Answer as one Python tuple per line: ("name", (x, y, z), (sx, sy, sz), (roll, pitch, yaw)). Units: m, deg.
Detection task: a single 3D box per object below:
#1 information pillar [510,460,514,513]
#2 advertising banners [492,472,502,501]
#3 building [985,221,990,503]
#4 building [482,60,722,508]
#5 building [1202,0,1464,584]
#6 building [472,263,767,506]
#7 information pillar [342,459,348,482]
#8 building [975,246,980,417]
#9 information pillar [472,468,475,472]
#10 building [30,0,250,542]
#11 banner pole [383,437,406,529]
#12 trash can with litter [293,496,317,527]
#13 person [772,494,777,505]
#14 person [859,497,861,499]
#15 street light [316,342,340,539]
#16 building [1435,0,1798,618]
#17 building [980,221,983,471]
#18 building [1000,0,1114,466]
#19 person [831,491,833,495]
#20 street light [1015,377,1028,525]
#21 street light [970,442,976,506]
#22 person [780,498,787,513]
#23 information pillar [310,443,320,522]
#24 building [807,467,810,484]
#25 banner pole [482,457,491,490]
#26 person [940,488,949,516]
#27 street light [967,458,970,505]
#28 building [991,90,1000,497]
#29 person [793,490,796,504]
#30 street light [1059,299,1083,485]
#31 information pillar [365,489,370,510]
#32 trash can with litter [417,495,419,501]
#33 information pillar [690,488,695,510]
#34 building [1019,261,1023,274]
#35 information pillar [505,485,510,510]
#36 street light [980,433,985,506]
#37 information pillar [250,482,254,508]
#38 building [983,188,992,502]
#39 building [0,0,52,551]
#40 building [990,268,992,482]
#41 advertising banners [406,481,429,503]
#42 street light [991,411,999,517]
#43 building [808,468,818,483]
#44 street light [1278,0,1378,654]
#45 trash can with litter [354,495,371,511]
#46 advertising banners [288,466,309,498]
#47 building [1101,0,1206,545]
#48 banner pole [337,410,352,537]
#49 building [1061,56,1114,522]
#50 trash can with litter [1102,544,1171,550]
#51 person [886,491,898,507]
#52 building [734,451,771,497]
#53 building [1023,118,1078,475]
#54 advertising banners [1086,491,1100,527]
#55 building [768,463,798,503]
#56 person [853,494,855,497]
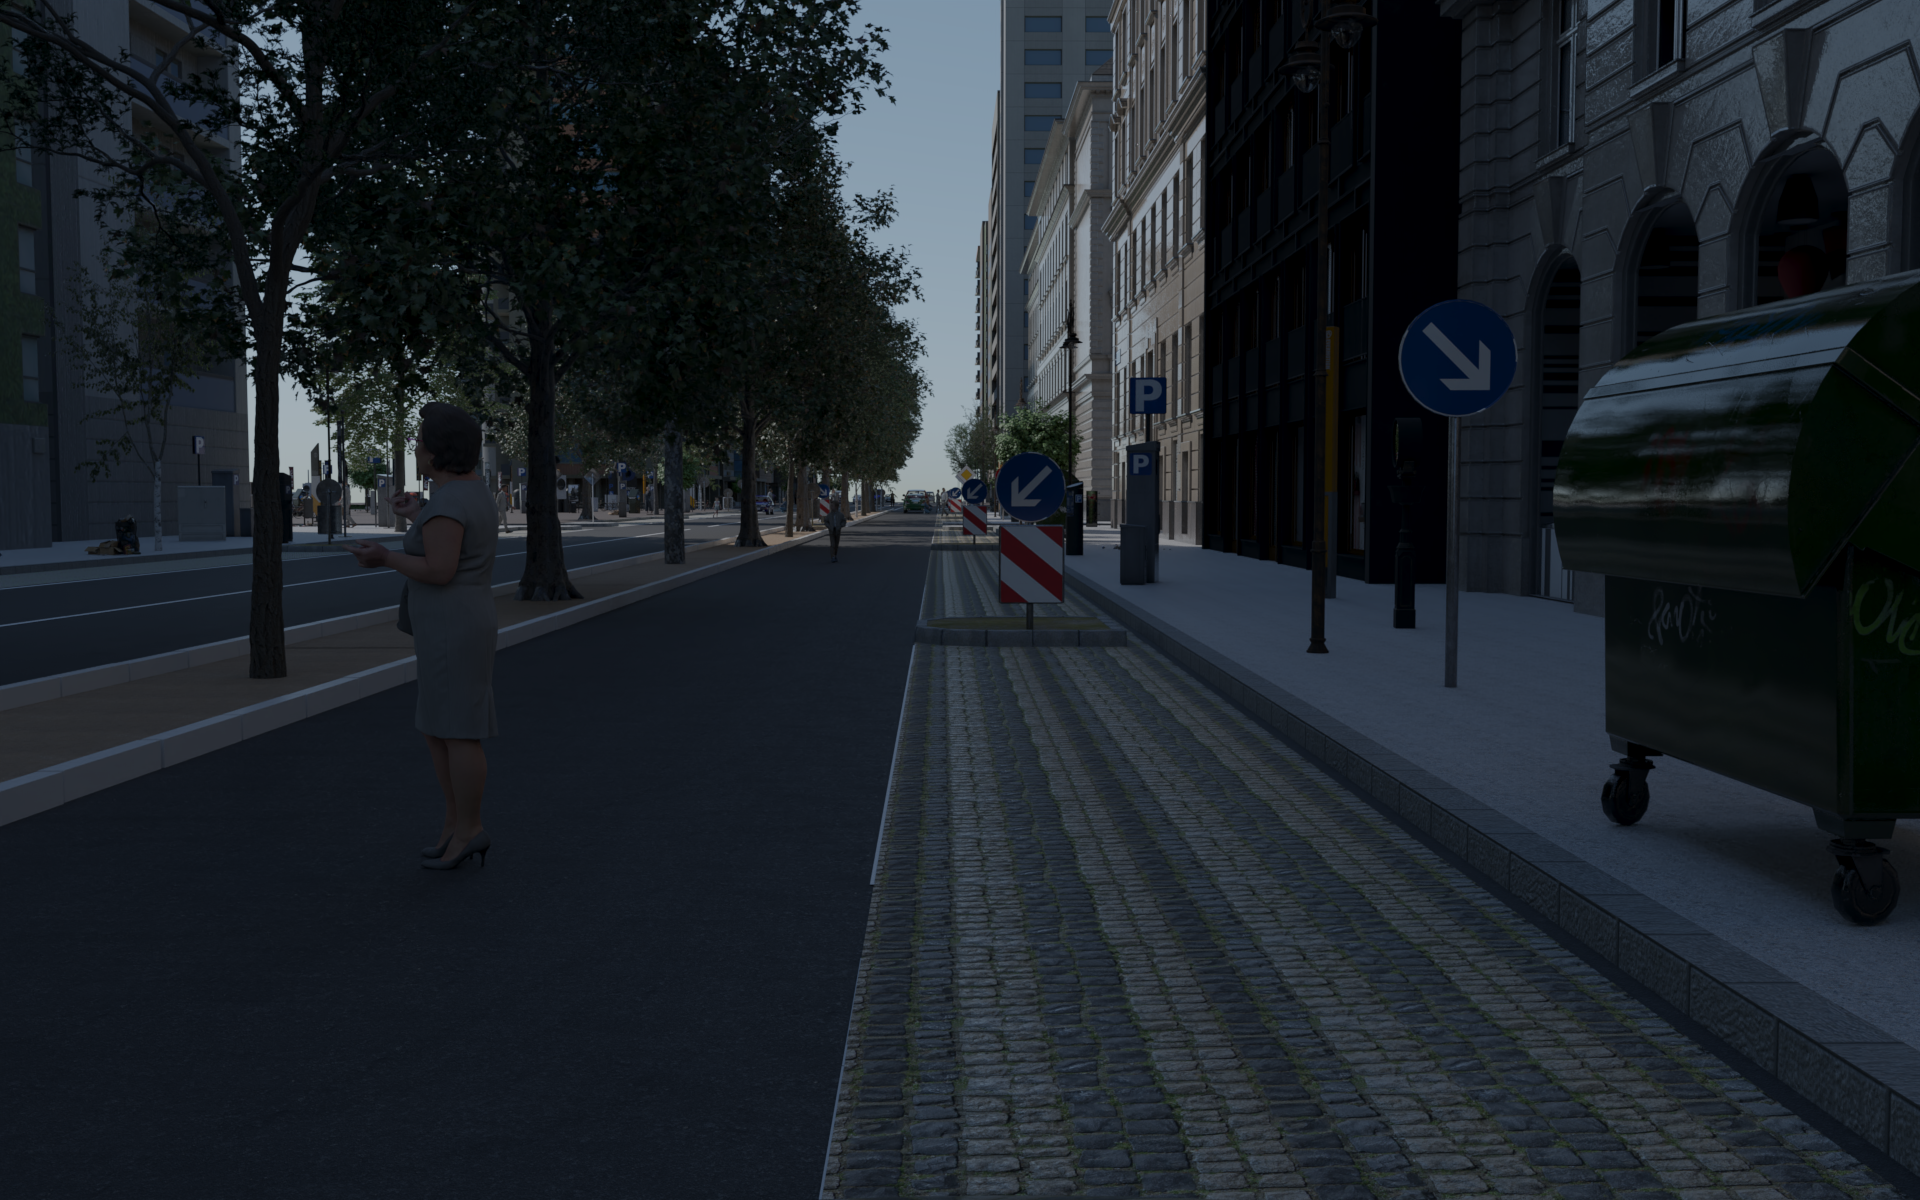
("information pillar", (-30.294, -7.680, 116.921), (0.183, 3.616, 0.504), (0, 4, -7))
("advertising banners", (-36.840, -8.615, 137.039), (2.074, 3.025, 0.090), (3, 5, 41))
("building", (10.677, -35.287, 260.542), (14.154, 41.232, 14.086), (0, 4, -1))
("building", (-33.518, -31.300, 166.376), (22.147, 44.769, 28.867), (0, 4, -1))
("building", (11.880, -12.368, 31.900), (12.332, 23.373, 15.834), (0, 4, -1))
("building", (-38.319, -30.640, 192.844), (32.217, 40.220, 23.993), (0, 4, -1))
("information pillar", (-37.823, -7.047, 106.573), (0.183, 3.616, 0.504), (1, 4, 12))
("building", (13.711, -39.279, 296.838), (22.147, 44.769, 28.867), (0, 4, -1))
("information pillar", (-31.908, -7.459, 113.307), (0.183, 3.616, 0.504), (2, 4, 33))
("building", (-38.255, -31.251, 52.954), (28.212, 58.520, 21.231), (0, 4, -1))
("banner pole", (-21.067, -4.555, 64.496), (0.863, 3.779, 0.401), (-1, 4, -17))
("trash can with litter", (-25.973, -3.490, 68.126), (1.678, 1.210, 2.233), (1, 4, 16))
("person", (-20.385, -11.021, 189.467), (0.697, 1.427, 0.421), (0, 4, -6))
("person", (-9.558, -9.973, 171.658), (0.705, 1.812, 1.348), (2, 4, 33))
("street light", (-18.039, -4.692, 49.503), (0.468, 5.910, 1.993), (0, 4, -1))
("building", (12.607, -10.358, 11.151), (13.314, 21.916, 24.055), (0, 4, -1))
("building", (10.240, -38.232, 275.210), (14.600, 45.320, 14.200), (0, 4, -1))
("building", (14.516, -38.684, 174.476), (21.231, 58.520, 28.212), (0, 4, -1))
("person", (-15.043, -11.992, 204.513), (0.705, 1.831, 1.348), (0, 4, -7))
("street light", (2.420, -5.863, 68.648), (0.468, 5.910, 1.993), (0, 4, -1))
("street light", (1.366, -10.912, 151.203), (0.468, 5.910, 1.993), (0, 4, -1))
("person", (-13.301, -7.091, 129.944), (0.738, 1.151, 1.012), (1, 4, 12))
("information pillar", (-29.515, -5.382, 79.349), (0.504, 3.616, 0.183), (2, 4, 27))
("building", (-38.158, -25.803, 266.915), (27.650, 21.520, 28.899), (0, 4, -1))
("banner pole", (-32.405, -7.849, 118.352), (0.863, 3.779, 0.401), (2, 4, 28))
("person", (-1.009, -6.010, 106.858), (0.850, 1.850, 0.679), (-3, 5, -42))
("street light", (1.052, -12.209, 172.410), (0.468, 5.910, 1.993), (0, 4, -1))
("building", (14.585, -35.226, 199.642), (21.300, 48.544, 21.600), (0, 4, -1))
("person", (-20.613, -12.880, 216.766), (0.705, 1.807, 1.348), (1, 4, 19))
("street light", (2.628, -4.187, 41.241), (0.468, 5.910, 1.993), (0, 4, -1))
("information pillar", (-46.493, -8.036, 135.882), (0.304, 2.012, 0.304), (0, 4, -1))
("trash can with litter", (-42.341, -7.496, 133.612), (1.678, 1.210, 2.233), (2, 4, 30))
("information pillar", (-21.368, -8.958, 137.809), (0.504, 3.616, 0.183), (0, 4, 2))
("building", (13.355, -18.579, 137.055), (16.112, 22.955, 30.059), (0, 4, -1))
("information pillar", (-36.280, -8.215, 138.801), (0.304, 2.012, 0.304), (-1, 4, -8))
("street light", (1.643, -9.236, 123.796), (0.468, 5.910, 1.993), (0, 4, -1))
("information pillar", (-42.361, -6.047, 103.352), (0.304, 2.012, 0.304), (0, 4, 8))
("building", (11.095, -36.465, 246.305), (14.600, 45.320, 14.200), (0, 4, -1))
("building", (-28.726, -21.394, 33.393), (14.154, 41.232, 14.086), (0, 4, -1))
("building", (10.789, -27.303, 218.107), (14.160, 30.474, 14.107), (0, 4, -1))
("advertising banners", (-44.506, -8.911, 141.880), (2.074, 3.025, 0.090), (-1, 4, -13))
("street light", (1.960, -7.548, 96.203), (0.468, 5.910, 1.993), (0, 4, -1))
("building", (-34.590, -39.202, 295.577), (22.147, 44.769, 28.867), (0, 4, -1))
("street light", (2.893, -2.510, 13.832), (0.468, 5.910, 1.993), (0, 4, -1))
("trash can with litter", (-44.379, -7.194, 128.673), (1.678, 1.210, 2.233), (3, 5, 41))
("advertising banners", (-42.230, -7.000, 110.643), (0.090, 3.025, 2.074), (1, 4, 14))
("building", (11.432, -15.593, 52.207), (12.463, 27.353, 25.104), (0, 4, -1))
("banner pole", (-18.465, -3.774, 51.715), (0.401, 3.779, 0.863), (-3, 4, -36))
("building", (15.269, -15.670, 85.077), (19.941, 23.489, 11.050), (0, 4, -1))
("trash can with litter", (4.178, -1.808, 40.619), (1.678, 1.210, 2.233), (1, 4, 11))
("person", (-7.701, -11.519, 196.927), (1.348, 1.812, 0.705), (1, 4, 12))
("building", (-30.802, -34.356, 211.834), (14.600, 45.320, 14.200), (0, 4, -1))
("building", (12.791, -16.639, 105.326), (16.112, 22.955, 30.059), (0, 4, -1))
("advertising banners", (4.430, -4.361, 67.492), (2.074, 3.025, 0.090), (1, 4, 16))
("building", (-30.278, -28.964, 245.265), (14.160, 30.474, 14.107), (0, 4, -1))
("person", (-17.537, -16.922, 288.433), (1.065, 1.426, 0.557), (-2, 4, -26))
